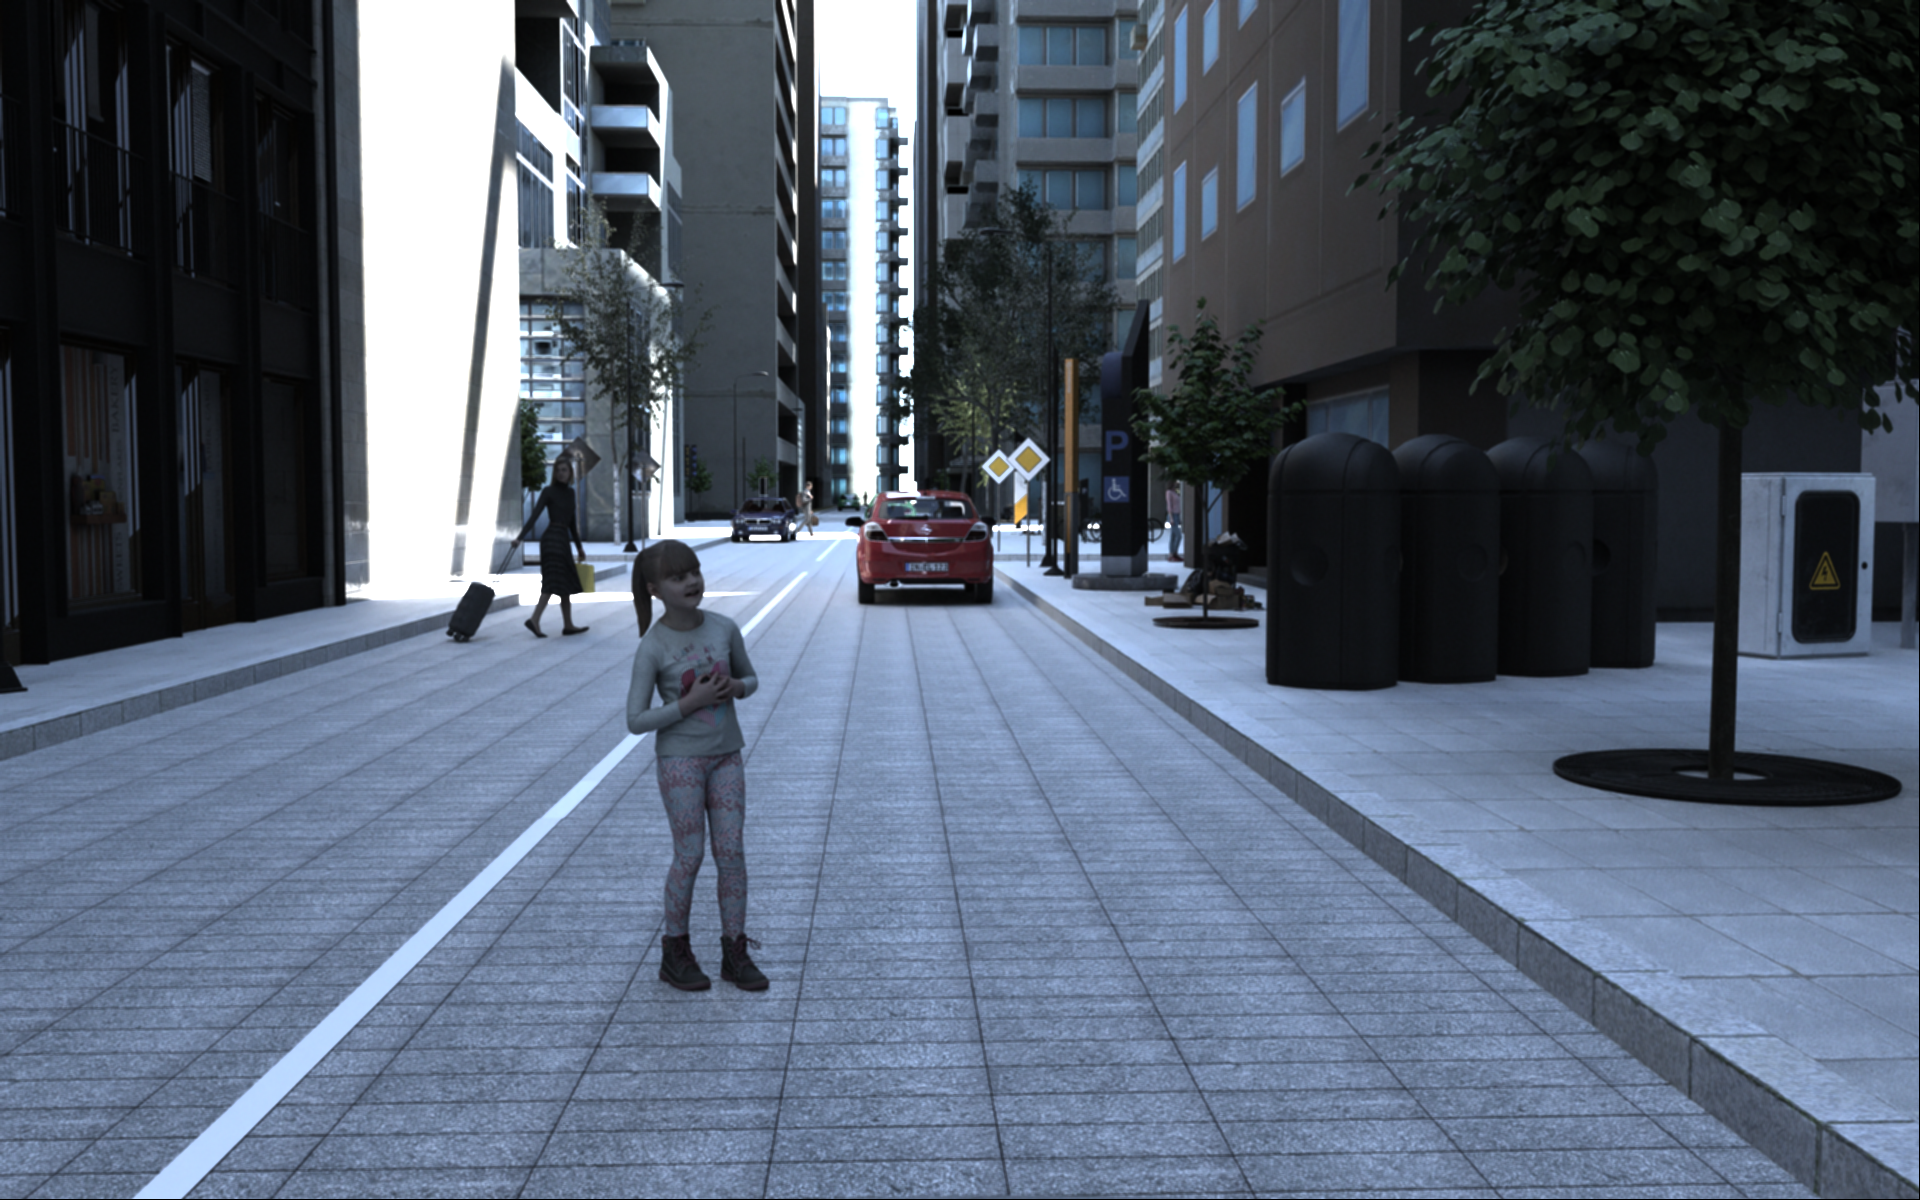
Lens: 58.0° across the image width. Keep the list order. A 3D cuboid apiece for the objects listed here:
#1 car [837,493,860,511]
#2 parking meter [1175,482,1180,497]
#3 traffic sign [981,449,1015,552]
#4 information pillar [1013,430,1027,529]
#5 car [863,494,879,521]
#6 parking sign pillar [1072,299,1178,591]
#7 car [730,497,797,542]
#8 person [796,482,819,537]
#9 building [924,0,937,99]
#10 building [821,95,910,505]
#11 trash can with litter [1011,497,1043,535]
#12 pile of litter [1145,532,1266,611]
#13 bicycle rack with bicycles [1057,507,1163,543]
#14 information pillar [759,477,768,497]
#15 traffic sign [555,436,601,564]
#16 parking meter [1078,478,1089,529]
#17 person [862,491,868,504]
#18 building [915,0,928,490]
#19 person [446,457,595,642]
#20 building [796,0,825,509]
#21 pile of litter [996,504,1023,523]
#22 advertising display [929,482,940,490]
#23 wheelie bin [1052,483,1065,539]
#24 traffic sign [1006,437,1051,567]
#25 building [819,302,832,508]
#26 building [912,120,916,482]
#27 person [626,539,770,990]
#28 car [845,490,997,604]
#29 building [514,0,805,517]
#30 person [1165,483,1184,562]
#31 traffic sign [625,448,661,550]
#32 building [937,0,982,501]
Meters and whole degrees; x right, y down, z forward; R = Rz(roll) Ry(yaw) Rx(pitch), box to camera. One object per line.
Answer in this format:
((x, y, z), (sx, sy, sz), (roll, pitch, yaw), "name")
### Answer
((-9.471, -8.496, 147.707), (1.959, 1.807, 4.718), (0, 4, -1), "car")
((9.082, -4.104, 72.812), (0.255, 1.863, 0.399), (0, 4, -8), "parking meter")
((0.861, -2.129, 38.446), (0.795, 2.450, 0.064), (0, 4, -2), "traffic sign")
((2.213, -4.390, 63.127), (0.504, 3.616, 0.183), (-1, 4, -11), "information pillar")
((-2.529, -3.165, 63.539), (2.131, 1.459, 4.920), (0, 4, -1), "car")
((2.246, -2.142, 23.496), (1.447, 3.967, 1.447), (1, 4, 16), "parking sign pillar")
((-5.927, -2.444, 52.540), (1.945, 1.354, 3.894), (0, 4, -1), "car")
((-5.128, -3.014, 57.743), (0.822, 1.834, 0.622), (0, 4, -5), "person")
((3.877, -30.813, 153.908), (14.600, 45.320, 14.200), (0, 4, -2), "building")
((-21.351, -35.947, 207.342), (30.456, 49.044, 23.786), (0, 4, -2), "building")
((2.490, -2.650, 54.390), (1.678, 1.210, 2.233), (-2, 4, -35), "trash can with litter")
((2.804, -0.345, 19.612), (1.176, 0.858, 1.719), (-1, 4, -23), "pile of litter")
((4.032, -2.013, 46.289), (2.925, 0.926, 2.852), (0, 4, 3), "bicycle rack with bicycles")
((-8.415, -4.268, 74.279), (0.304, 2.012, 0.304), (1, 4, 13), "information pillar")
((-6.637, -1.622, 30.157), (0.795, 2.450, 0.064), (0, 4, -2), "traffic sign")
((4.439, -3.494, 62.842), (0.399, 1.863, 0.255), (-2, 4, -25), "parking meter")
((-9.764, -10.297, 177.681), (0.721, 1.723, 1.217), (2, 4, 25), "person")
((6.000, -38.717, 175.015), (21.231, 58.520, 28.212), (0, 4, -2), "building")
((-4.362, -0.524, 17.278), (1.509, 1.804, 0.699), (-2, 4, -30), "person")
((-19.171, -30.591, 150.280), (14.600, 45.320, 14.200), (0, 4, -2), "building")
((2.105, -3.795, 76.011), (1.719, 0.858, 1.176), (2, 4, 28), "pile of litter")
((-1.338, -5.227, 90.673), (0.123, 1.923, 0.974), (-2, 4, -29), "advertising display")
((2.874, -2.545, 49.523), (0.980, 1.594, 0.693), (2, 4, 24), "wheelie bin")
((1.201, -1.641, 30.469), (0.795, 2.450, 0.064), (0, 4, -2), "traffic sign")
((-27.904, -20.198, 175.273), (28.899, 21.520, 27.650), (0, 4, -2), "building")
((1.623, -33.844, 203.456), (14.200, 45.320, 14.600), (0, 4, -2), "building")
((-0.739, 0.473, 5.040), (0.394, 1.301, 0.425), (3, 4, 37), "person")
((-0.530, -0.925, 24.171), (2.155, 1.783, 4.494), (0, 4, -3), "car")
((-22.465, -49.763, 126.304), (22.319, 86.520, 31.000), (0, 4, -2), "building")
((4.508, -1.711, 36.482), (0.388, 1.821, 0.555), (1, 4, 14), "person")
((-6.977, -2.110, 38.135), (0.795, 2.450, 0.064), (0, 4, -2), "traffic sign")
((12.020, -33.252, 132.910), (28.713, 52.752, 27.495), (0, 4, -2), "building")
